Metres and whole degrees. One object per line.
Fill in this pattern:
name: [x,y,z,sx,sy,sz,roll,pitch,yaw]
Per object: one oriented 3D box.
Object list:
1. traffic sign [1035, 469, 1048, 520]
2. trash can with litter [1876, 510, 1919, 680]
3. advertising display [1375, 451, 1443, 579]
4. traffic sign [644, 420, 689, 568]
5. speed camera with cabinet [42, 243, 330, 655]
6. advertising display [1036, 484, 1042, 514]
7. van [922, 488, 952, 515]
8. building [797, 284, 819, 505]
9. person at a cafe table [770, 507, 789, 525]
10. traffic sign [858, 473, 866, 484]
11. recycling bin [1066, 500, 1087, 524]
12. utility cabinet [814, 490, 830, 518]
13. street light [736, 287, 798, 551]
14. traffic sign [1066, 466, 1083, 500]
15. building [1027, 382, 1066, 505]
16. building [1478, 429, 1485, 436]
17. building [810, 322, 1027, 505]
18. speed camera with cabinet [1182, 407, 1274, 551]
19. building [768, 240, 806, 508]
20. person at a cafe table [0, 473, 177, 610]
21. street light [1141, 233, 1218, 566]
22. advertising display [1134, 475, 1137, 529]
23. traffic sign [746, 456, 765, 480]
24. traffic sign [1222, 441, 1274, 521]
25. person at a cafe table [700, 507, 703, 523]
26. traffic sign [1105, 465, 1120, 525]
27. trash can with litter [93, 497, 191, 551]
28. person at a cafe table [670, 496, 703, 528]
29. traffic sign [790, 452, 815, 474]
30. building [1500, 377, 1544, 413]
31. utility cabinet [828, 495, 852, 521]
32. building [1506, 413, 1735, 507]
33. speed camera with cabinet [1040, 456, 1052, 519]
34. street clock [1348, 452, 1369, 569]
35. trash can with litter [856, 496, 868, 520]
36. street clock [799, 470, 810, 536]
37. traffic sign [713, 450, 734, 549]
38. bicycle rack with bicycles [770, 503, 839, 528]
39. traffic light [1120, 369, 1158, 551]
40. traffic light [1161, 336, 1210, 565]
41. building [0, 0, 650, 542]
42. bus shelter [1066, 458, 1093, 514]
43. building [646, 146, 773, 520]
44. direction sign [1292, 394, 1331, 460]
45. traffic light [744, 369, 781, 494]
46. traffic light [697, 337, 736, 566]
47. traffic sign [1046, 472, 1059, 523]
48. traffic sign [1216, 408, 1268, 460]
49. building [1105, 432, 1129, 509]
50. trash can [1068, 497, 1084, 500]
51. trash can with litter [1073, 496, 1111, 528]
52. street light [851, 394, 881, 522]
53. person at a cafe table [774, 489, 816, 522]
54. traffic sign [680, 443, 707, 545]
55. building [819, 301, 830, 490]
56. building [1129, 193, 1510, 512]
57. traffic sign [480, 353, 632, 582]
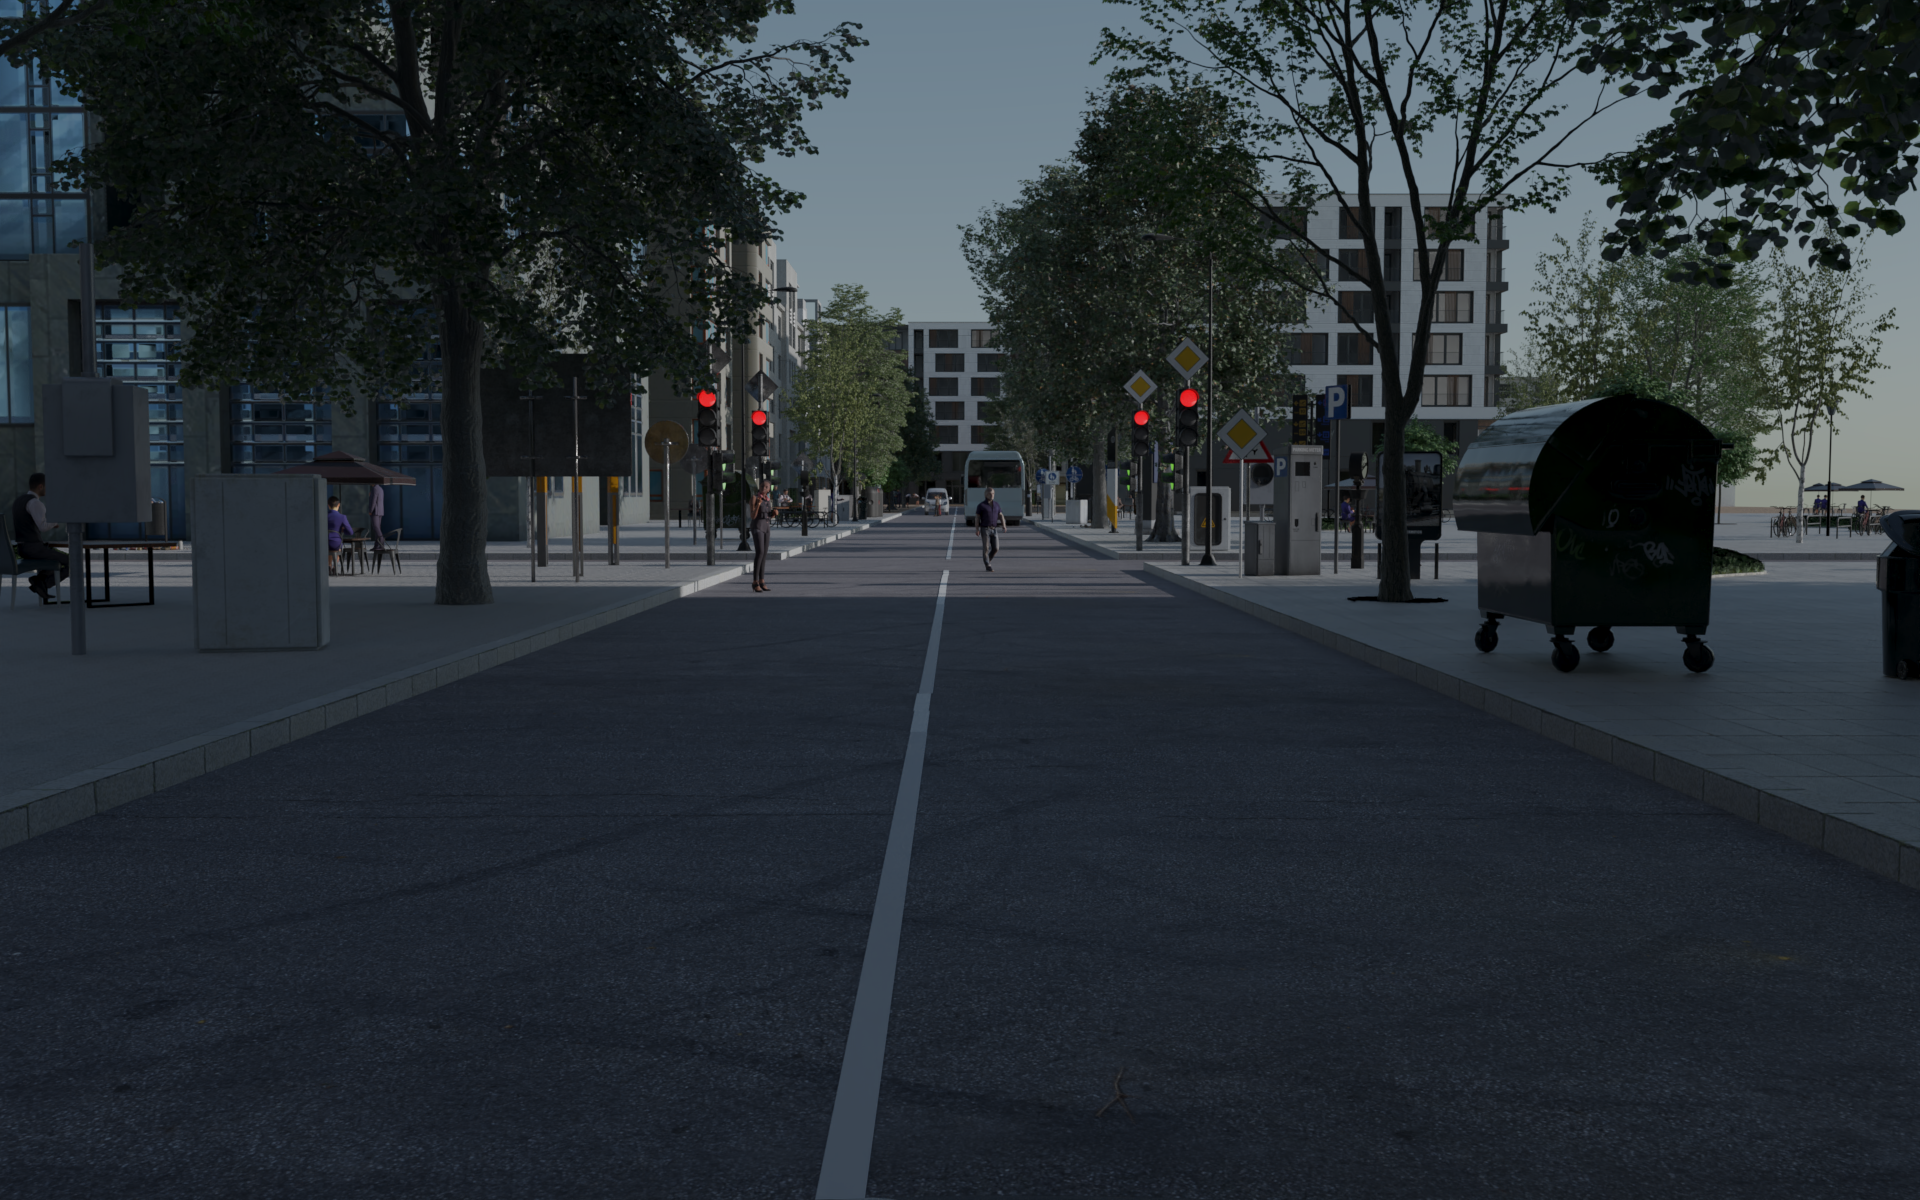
traffic sign: [4.139,-5.275,86.350,0.768,2.556,0.104,0,4,7]
trash can with litter: [6.750,-0.027,11.832,0.624,1.170,1.055,0,4,-1]
advertising display: [6.742,-1.274,26.040,0.974,1.923,0.123,0,4,4]
traffic sign: [-5.049,-1.817,29.811,0.768,2.556,0.104,0,4,1]
speed camera with cabinet: [-6.276,-1.210,14.119,2.038,3.252,0.660,-1,4,-13]
advertising display: [5.319,-6.379,109.507,0.974,1.923,0.123,0,4,-2]
van: [-1.584,-6.792,118.062,2.013,2.044,4.112,0,4,0]
building: [-21.170,-18.082,152.054,16.016,20.091,11.380,0,3,0]
person at a cafe table: [-8.342,-3.761,72.357,1.698,1.238,1.726,-3,5,-43]
traffic sign: [-5.980,-6.322,103.473,0.768,2.556,0.104,0,4,4]
recycling bin: [5.007,-3.782,74.382,0.722,1.027,0.722,2,4,29]
utility cabinet: [-7.261,-5.049,91.230,0.318,1.500,1.173,2,4,27]
street light: [-4.330,-4.059,38.909,1.470,5.913,1.316,0,3,0]
traffic sign: [5.210,-4.828,79.037,0.768,2.556,0.104,1,4,10]
building: [23.957,-21.285,214.474,31.486,18.905,16.747,0,3,0]
building: [45.564,-19.468,174.720,11.380,20.091,16.016,0,3,0]
building: [-8.311,-22.958,219.342,32.646,21.610,27.936,0,3,0]
speed camera with cabinet: [6.084,-2.740,39.138,2.038,3.252,0.660,0,4,-8]
building: [-21.408,-16.160,130.666,16.747,18.905,31.486,0,3,0]
person at a cafe table: [-10.162,-0.688,19.757,1.698,1.524,1.622,3,4,37]
street light: [3.931,-3.578,31.040,1.470,5.913,1.316,0,3,0]
advertising display: [6.168,-3.166,56.984,0.974,1.923,0.123,2,4,35]
traffic sign: [-6.851,-3.521,57.674,0.768,2.556,0.104,0,4,5]
traffic sign: [4.962,-1.825,29.837,0.884,2.594,0.081,0,4,7]
person at a cafe table: [-11.053,-4.223,77.559,1.698,1.524,1.622,-1,4,-19]
traffic sign: [6.145,-4.331,70.922,0.768,2.556,0.104,0,4,3]
trash can with litter: [-18.819,-1.764,39.901,2.233,1.210,1.678,1,4,9]
person at a cafe table: [-10.236,-3.412,66.641,1.698,1.238,1.726,0,4,-6]
traffic sign: [-4.955,-3.345,54.430,0.795,2.593,0.064,0,4,5]
building: [55.442,-21.306,214.804,31.486,18.905,16.747,0,3,0]
utility cabinet: [-5.756,-4.346,82.216,1.020,1.237,0.306,-2,4,-34]
building: [65.676,-14.437,178.191,28.070,9.664,9.099,0,3,0]
speed camera with cabinet: [4.579,-5.925,91.211,0.660,3.252,2.038,0,4,6]
street clock: [6.837,-1.539,29.735,0.358,2.002,0.471,2,4,28]
trash can with litter: [-4.986,-4.603,86.641,0.624,1.170,1.055,-1,4,-16]
street clock: [-4.753,-2.957,52.915,0.358,2.002,0.471,0,4,-7]
traffic sign: [-5.548,-2.330,40.228,0.606,2.300,0.079,0,4,3]
bicycle rack with bicycles: [-6.139,-3.216,65.958,2.925,0.926,2.852,0,4,0]
traffic light: [4.034,-3.065,39.038,0.839,4.253,0.868,0,3,0]
traffic light: [4.038,-2.577,31.053,0.839,4.253,0.868,0,3,0]
building: [-23.086,-45.687,59.652,22.319,86.520,31.000,0,3,0]
bus shelter: [6.138,-6.558,84.851,2.179,5.291,8.768,0,3,0]
building: [-26.148,-15.564,99.513,27.650,21.520,28.899,0,3,0]
direction sign: [7.993,-2.901,39.432,0.876,3.537,0.379,2,4,23]
traffic light: [-4.467,-3.064,39.017,0.839,4.253,0.868,0,3,0]
traffic light: [-4.463,-2.576,31.032,0.839,4.253,0.868,0,3,0]
traffic sign: [4.102,-4.578,76.973,0.606,2.300,0.079,1,4,8]
traffic sign: [4.312,-1.633,26.426,0.795,2.593,0.064,0,4,0]
building: [20.790,-18.367,166.757,16.747,18.905,31.486,0,3,0]
trash can: [5.361,-4.186,80.087,0.748,1.137,0.748,0,3,0]
trash can with litter: [5.151,-3.384,66.378,1.678,1.210,2.233,0,4,3]
street light: [-4.345,-6.595,80.377,1.470,5.913,1.316,0,3,0]
person at a cafe table: [-7.841,-4.382,80.155,1.622,1.524,1.698,2,4,34]
traffic sign: [-6.684,-2.659,43.588,0.768,2.556,0.104,0,4,2]
building: [-19.058,-19.457,174.543,11.380,20.091,16.016,0,3,0]
building: [26.863,-17.758,134.311,27.936,21.610,32.646,0,3,0]
traffic sign: [-5.887,-1.910,25.101,2.265,3.308,0.079,0,4,1]
